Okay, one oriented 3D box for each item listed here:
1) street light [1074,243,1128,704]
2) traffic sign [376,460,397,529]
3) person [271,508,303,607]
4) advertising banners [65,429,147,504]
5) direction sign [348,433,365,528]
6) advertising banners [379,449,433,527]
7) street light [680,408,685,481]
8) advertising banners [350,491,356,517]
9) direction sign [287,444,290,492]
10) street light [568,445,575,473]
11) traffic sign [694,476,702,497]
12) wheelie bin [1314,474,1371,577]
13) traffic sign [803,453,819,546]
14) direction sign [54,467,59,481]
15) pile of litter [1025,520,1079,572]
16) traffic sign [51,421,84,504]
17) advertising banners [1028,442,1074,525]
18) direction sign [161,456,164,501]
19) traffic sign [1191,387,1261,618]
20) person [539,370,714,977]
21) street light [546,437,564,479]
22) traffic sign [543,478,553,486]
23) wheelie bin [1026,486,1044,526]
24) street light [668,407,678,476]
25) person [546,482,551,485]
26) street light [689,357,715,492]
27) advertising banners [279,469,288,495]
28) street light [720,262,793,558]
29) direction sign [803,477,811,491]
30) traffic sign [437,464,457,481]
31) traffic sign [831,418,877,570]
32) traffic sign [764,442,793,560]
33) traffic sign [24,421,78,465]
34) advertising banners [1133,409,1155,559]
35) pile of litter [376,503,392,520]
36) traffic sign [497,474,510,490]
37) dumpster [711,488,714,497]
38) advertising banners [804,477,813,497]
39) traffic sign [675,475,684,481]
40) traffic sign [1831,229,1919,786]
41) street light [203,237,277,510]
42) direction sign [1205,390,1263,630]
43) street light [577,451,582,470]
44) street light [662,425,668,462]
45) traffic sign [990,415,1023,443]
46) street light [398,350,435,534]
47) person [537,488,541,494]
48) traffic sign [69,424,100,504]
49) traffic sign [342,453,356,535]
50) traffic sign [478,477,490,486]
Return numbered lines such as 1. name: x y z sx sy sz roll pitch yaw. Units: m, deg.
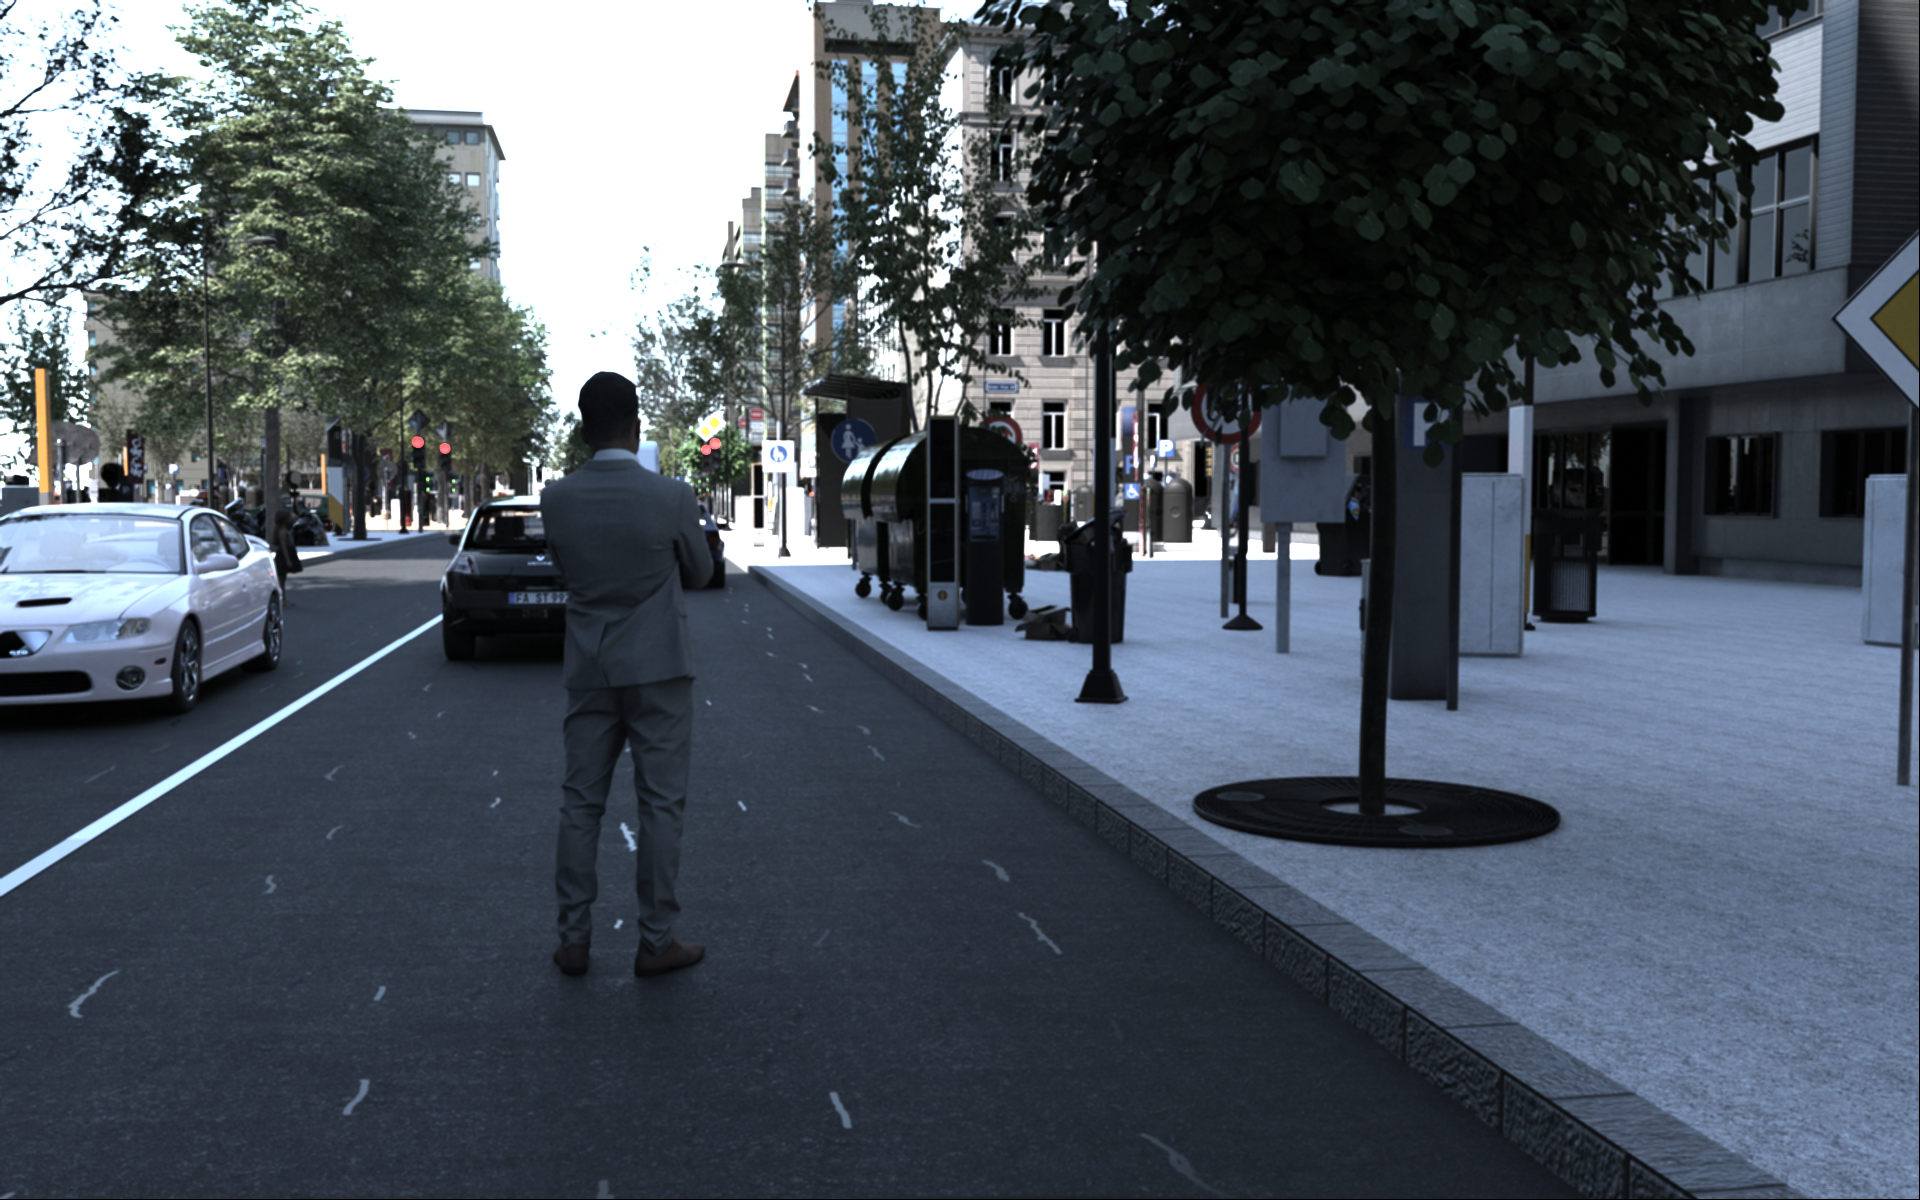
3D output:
1. street light: 0.345 -2.321 10.483 1.470 5.913 1.316 -1 4 -10
2. traffic sign: -21.280 -3.925 64.283 0.768 2.556 0.104 0 4 -2
3. person: -8.563 -0.542 22.024 0.373 1.253 0.362 -1 4 -12
4. advertising banners: -22.812 -3.065 46.300 2.074 3.025 0.090 -2 4 -28
5. direction sign: -22.644 -4.444 64.651 0.876 3.537 0.379 0 4 0
6. advertising banners: -21.629 -4.368 67.608 2.074 3.025 0.090 -3 5 -40
7. street light: -10.151 -5.827 67.813 1.470 5.913 1.316 -1 4 -10
8. advertising banners: -34.805 -6.285 98.953 0.090 3.025 2.074 -2 4 -31
9. direction sign: -30.353 -5.282 78.357 0.379 3.537 0.876 -1 4 -15
10. street light: -37.410 -11.738 164.461 1.470 5.913 1.316 -1 4 -10
11. traffic sign: -12.949 -5.299 86.748 0.768 2.556 0.104 0 4 -8
12. wheelie bin: 6.000 -1.183 27.246 0.693 1.594 0.980 -3 4 -36
13. traffic sign: -3.570 -2.469 42.498 0.606 2.300 0.079 0 4 -3
14. direction sign: -55.746 -7.001 106.459 0.876 3.537 0.379 1 4 11
15. pile of litter: 1.616 -0.945 29.417 1.176 0.858 1.719 1 4 16
16. traffic sign: -15.574 -1.831 30.037 0.768 2.556 0.104 0 4 -3
17. advertising banners: 3.020 -3.790 58.152 0.090 3.025 2.074 -3 5 -44
18. direction sign: -47.701 -6.828 103.629 0.379 3.537 0.876 -2 4 -26
19. traffic sign: 2.750 -1.090 17.922 0.768 2.556 0.104 0 4 -2
20. person: -1.009 0.207 5.296 0.511 1.800 0.466 0 4 -5
21. street light: -32.897 -10.251 140.152 1.470 5.913 1.316 -1 4 -10
22. traffic sign: -33.046 -8.495 139.002 0.768 2.556 0.104 0 4 -2
23. wheelie bin: 2.882 -3.777 69.659 0.980 1.594 0.693 1 4 9
24. street light: -14.730 -7.349 92.695 1.470 5.913 1.316 -1 4 -10
25. person: -13.119 -2.846 55.215 0.466 1.800 0.511 -1 4 -14
26. street light: -8.462 -5.275 58.790 1.470 5.913 1.316 -1 4 -10
27. advertising banners: -47.024 -7.597 120.397 0.090 3.025 2.074 0 4 -7
28. street light: -4.099 -3.811 34.855 1.470 5.913 1.316 -1 4 -10
29. direction sign: -11.543 -8.543 131.669 0.876 3.537 0.379 -3 4 -37
30. traffic sign: -20.280 -4.183 68.496 0.768 2.556 0.104 -1 4 -9
31. traffic sign: -1.788 -1.782 29.243 0.768 2.556 0.104 0 4 -4
32. traffic sign: -3.524 -1.929 33.674 0.606 2.300 0.079 -1 4 -10
33. traffic sign: -15.994 -1.865 30.490 0.884 2.594 0.081 0 4 -6
34. advertising banners: 3.714 -2.385 35.178 0.090 3.025 2.074 0 4 -5
35. pile of litter: -28.252 -4.415 86.150 1.719 0.858 1.176 0 4 -4
36. traffic sign: -28.254 -6.555 107.285 0.768 2.556 0.104 0 4 -6
37. dumpster: -20.027 -8.322 138.557 1.502 2.255 1.985 -1 4 -10
38. advertising banners: -8.635 -6.238 98.173 0.090 3.025 2.074 1 4 17
39. traffic sign: -19.122 -7.214 118.052 0.768 2.556 0.104 -1 4 -9
40. traffic sign: 4.158 -0.390 7.566 0.795 2.450 0.064 0 4 -2
41. street light: -13.042 -3.599 31.389 1.470 5.913 1.316 -1 4 -10
42. direction sign: 2.688 -1.491 16.370 0.876 3.537 0.379 -2 4 -29
43. street light: -41.895 -13.225 188.772 1.470 5.913 1.316 -1 4 -10
44. street light: -19.122 -8.813 116.625 1.470 5.913 1.316 -1 4 -10
45. traffic sign: 0.615 -1.687 27.681 0.768 2.556 0.104 0 4 -7
46. street light: -17.427 -5.096 55.856 1.470 5.913 1.316 -1 4 -10
47. person: -23.384 -5.343 96.405 0.362 1.759 0.519 -1 4 -19
48. traffic sign: -16.034 -1.920 31.502 0.768 2.556 0.104 -1 4 -9
49. traffic sign: -19.047 -3.273 53.618 0.768 2.556 0.104 0 4 -3
50. traffic sign: -34.110 -7.587 124.149 0.768 2.556 0.104 -1 4 -10
